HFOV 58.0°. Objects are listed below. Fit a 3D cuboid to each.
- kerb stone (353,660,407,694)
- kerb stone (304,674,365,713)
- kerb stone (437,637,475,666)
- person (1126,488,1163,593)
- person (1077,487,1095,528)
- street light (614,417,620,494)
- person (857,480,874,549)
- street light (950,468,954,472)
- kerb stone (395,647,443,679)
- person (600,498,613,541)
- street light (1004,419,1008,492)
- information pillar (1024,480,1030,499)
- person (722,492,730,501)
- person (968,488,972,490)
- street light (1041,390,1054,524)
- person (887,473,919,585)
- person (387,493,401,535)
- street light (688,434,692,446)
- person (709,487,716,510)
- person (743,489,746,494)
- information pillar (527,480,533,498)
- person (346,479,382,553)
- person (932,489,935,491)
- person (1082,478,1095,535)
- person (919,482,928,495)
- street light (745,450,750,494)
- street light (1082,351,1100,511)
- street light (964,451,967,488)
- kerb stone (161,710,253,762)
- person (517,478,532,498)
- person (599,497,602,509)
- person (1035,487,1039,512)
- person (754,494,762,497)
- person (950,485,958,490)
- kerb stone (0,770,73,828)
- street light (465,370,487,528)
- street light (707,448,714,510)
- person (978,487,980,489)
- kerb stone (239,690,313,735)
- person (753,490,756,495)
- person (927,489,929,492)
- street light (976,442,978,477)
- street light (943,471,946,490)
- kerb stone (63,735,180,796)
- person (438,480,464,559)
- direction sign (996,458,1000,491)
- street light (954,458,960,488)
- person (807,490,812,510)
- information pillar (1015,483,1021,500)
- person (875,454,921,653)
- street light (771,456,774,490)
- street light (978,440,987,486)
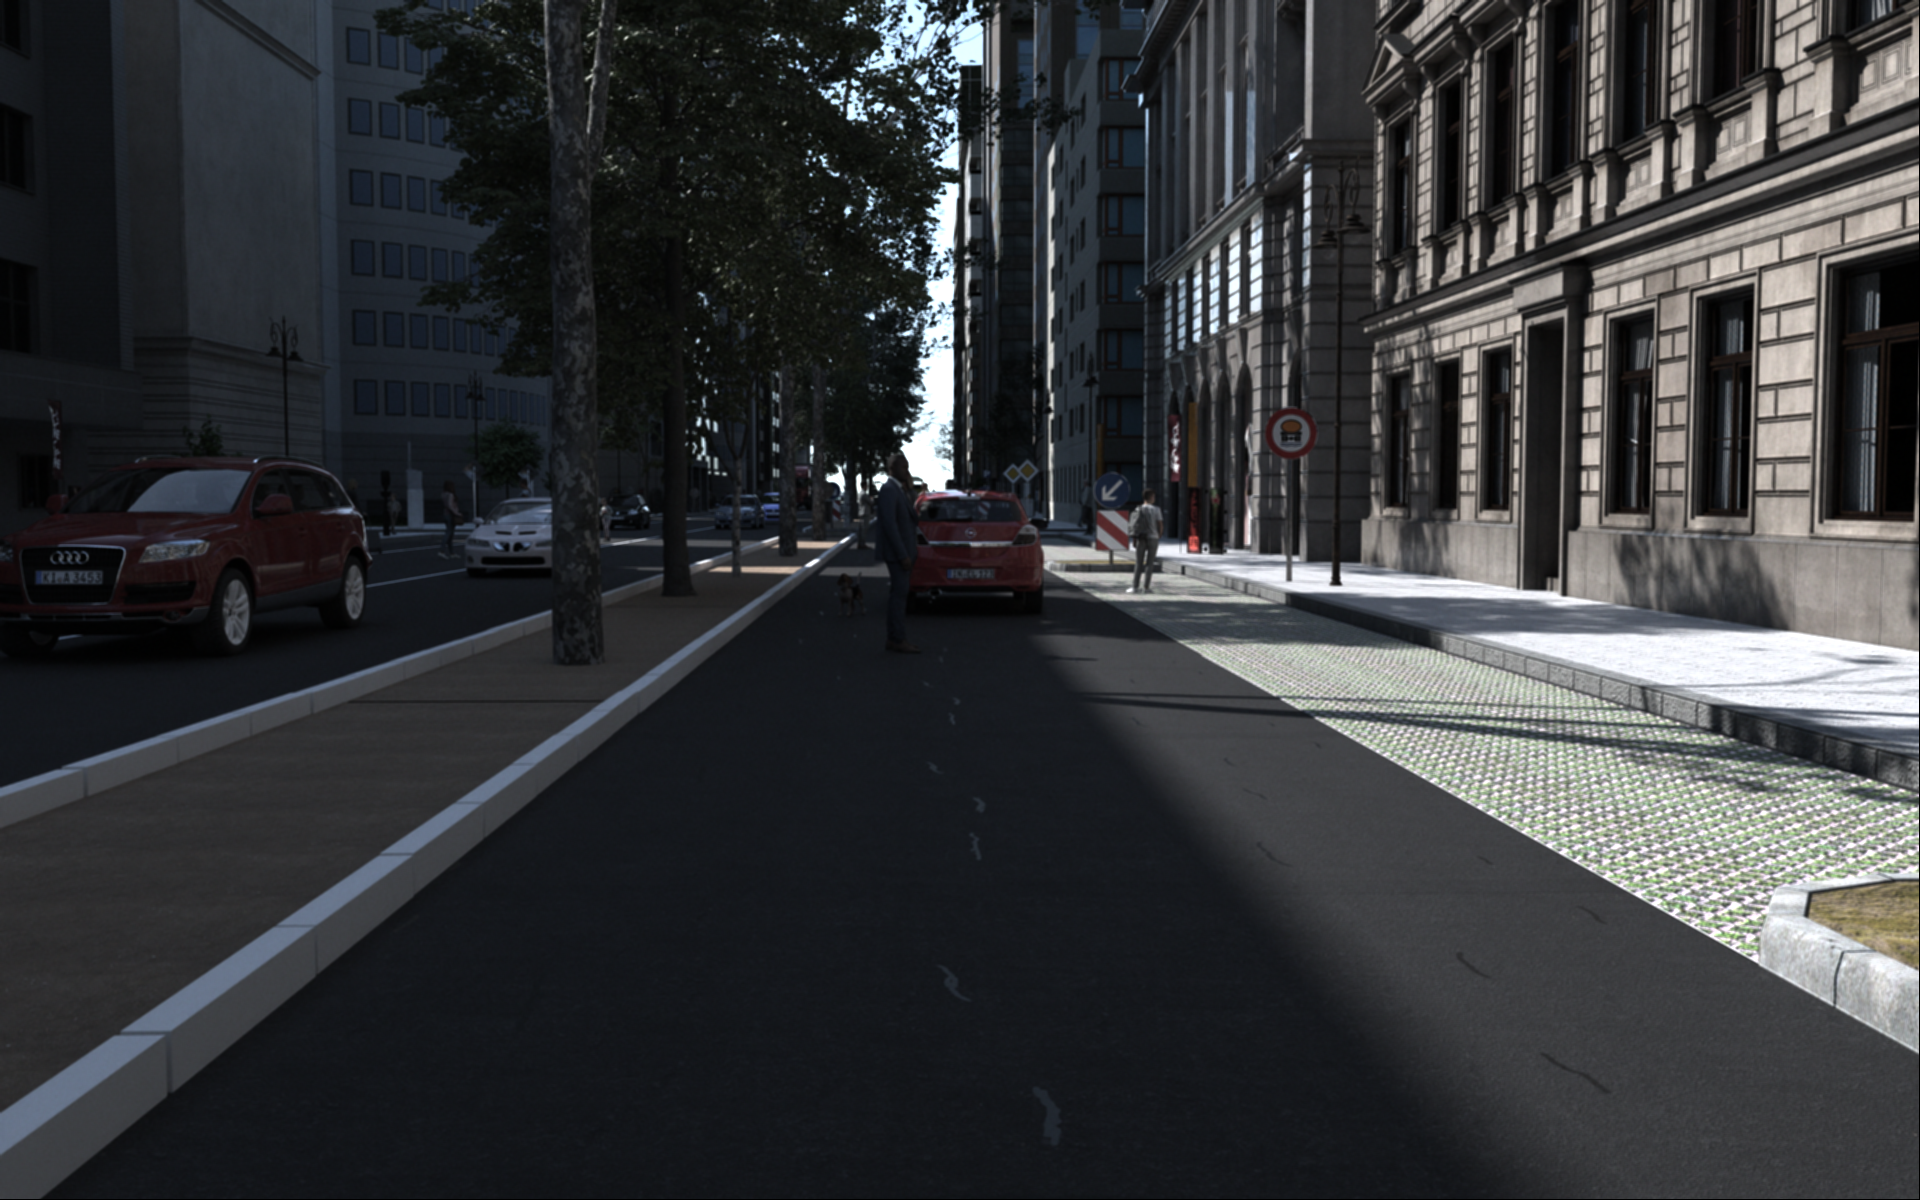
[{"bbox_3d":[-4.298,0.581,12.746,0.120,0.150,1.000,0,4,-2],"label":"kerb stone"},{"bbox_3d":[-4.263,0.643,11.724,0.120,0.150,1.000,0,4,-2],"label":"kerb stone"},{"bbox_3d":[-4.357,0.454,14.802,0.120,0.150,1.000,0,4,-2],"label":"kerb stone"},{"bbox_3d":[2.655,-0.848,24.968,0.503,1.515,0.523,-1,4,-12],"label":"person"},{"bbox_3d":[4.770,-3.640,65.550,0.713,1.824,0.794,0,4,2],"label":"person"},{"bbox_3d":[-19.013,-7.569,96.549,0.468,5.910,1.993,0,4,-2],"label":"street light"},{"bbox_3d":[-2.460,-2.251,45.483,0.466,1.800,0.511,-3,4,-37],"label":"person"},{"bbox_3d":[-0.820,-16.036,234.976,0.468,5.910,1.993,0,4,-2],"label":"street light"},{"bbox_3d":[-4.328,0.515,13.768,0.120,0.150,1.000,0,4,-2],"label":"kerb stone"},{"bbox_3d":[-10.727,-2.431,52.532,0.425,1.301,0.394,0,4,7],"label":"person"},{"bbox_3d":[2.802,-8.204,106.924,0.468,5.910,1.993,0,4,-2],"label":"street light"},{"bbox_3d":[4.823,-8.193,125.317,0.504,3.616,0.183,0,4,4],"label":"information pillar"},{"bbox_3d":[-20.705,-8.800,153.155,0.697,1.427,0.421,1,4,11],"label":"person"},{"bbox_3d":[0.590,-5.235,94.582,0.515,1.767,0.782,-2,4,-25],"label":"person"},{"bbox_3d":[3.820,-6.271,75.313,0.468,5.910,1.993,0,4,-2],"label":"street light"},{"bbox_3d":[-0.785,-1.134,27.223,0.709,1.800,0.728,3,5,43],"label":"person"},{"bbox_3d":[-17.987,-2.735,55.039,0.475,1.303,0.640,-3,5,-41],"label":"person"},{"bbox_3d":[-19.938,-9.503,128.163,0.468,5.910,1.993,0,4,-2],"label":"street light"},{"bbox_3d":[-20.601,-8.384,143.118,0.705,1.824,1.348,2,4,24],"label":"person"},{"bbox_3d":[-18.563,-8.619,149.355,0.705,1.831,1.348,-1,4,-21],"label":"person"},{"bbox_3d":[-19.860,-5.404,79.711,0.504,3.616,0.183,1,4,21],"label":"information pillar"},{"bbox_3d":[-14.626,-2.039,42.057,0.699,1.804,1.509,-3,4,-37],"label":"person"},{"bbox_3d":[-1.678,-6.269,111.542,0.519,1.759,0.362,-2,4,-30],"label":"person"},{"bbox_3d":[4.027,-2.909,54.094,0.515,1.767,0.782,1,4,13],"label":"person"},{"bbox_3d":[-0.927,-2.394,48.209,0.524,1.755,0.480,3,4,36],"label":"person"},{"bbox_3d":[-21.192,-12.263,173.288,0.468,5.910,1.993,0,4,-2],"label":"street light"},{"bbox_3d":[4.228,-5.099,56.150,0.468,5.910,1.993,0,4,-2],"label":"street light"},{"bbox_3d":[0.590,-12.961,184.693,0.468,5.910,1.993,0,4,-2],"label":"street light"},{"bbox_3d":[-4.212,0.766,9.669,0.120,0.150,1.000,0,4,-2],"label":"kerb stone"},{"bbox_3d":[-10.382,-2.014,41.517,0.778,1.811,0.616,1,4,8],"label":"person"},{"bbox_3d":[-23.275,-6.202,111.690,0.590,1.304,0.306,2,4,34],"label":"person"},{"bbox_3d":[5.344,-6.990,120.601,0.793,1.790,0.793,2,4,28],"label":"person"},{"bbox_3d":[-22.024,-11.139,188.693,1.217,1.766,0.721,2,4,31],"label":"person"},{"bbox_3d":[-0.286,-4.196,77.075,0.573,1.828,0.580,2,4,26],"label":"person"},{"bbox_3d":[-4.151,0.899,7.611,0.120,0.150,1.000,0,4,-2],"label":"kerb stone"},{"bbox_3d":[-18.037,-5.616,64.615,0.468,5.910,1.993,0,4,-2],"label":"street light"},{"bbox_3d":[-20.298,-10.303,141.249,0.468,5.910,1.993,0,4,-2],"label":"street light"},{"bbox_3d":[1.160,-5.426,97.437,0.699,1.804,1.509,0,4,3],"label":"person"},{"bbox_3d":[-4.243,0.704,10.690,0.120,0.150,1.000,0,4,-2],"label":"kerb stone"},{"bbox_3d":[-21.747,-10.852,184.263,1.217,1.735,0.721,-3,5,-43],"label":"person"},{"bbox_3d":[-2.582,-7.982,138.847,0.661,1.843,0.795,-1,4,-13],"label":"person"},{"bbox_3d":[1.558,-11.027,153.080,0.468,5.910,1.993,0,4,-2],"label":"street light"},{"bbox_3d":[-2.690,-19.977,299.418,0.468,5.910,1.993,0,4,-2],"label":"street light"},{"bbox_3d":[-4.177,0.829,8.644,0.120,0.150,1.000,0,4,-2],"label":"kerb stone"},{"bbox_3d":[-11.371,-1.797,38.472,0.643,1.750,0.593,-3,5,-40],"label":"person"},{"bbox_3d":[2.433,-7.207,109.837,0.379,3.537,0.876,-1,4,-13],"label":"direction sign"},{"bbox_3d":[-0.219,-14.894,216.310,0.468,5.910,1.993,0,4,-2],"label":"street light"},{"bbox_3d":[-12.923,-8.729,151.301,0.705,1.814,1.350,-2,4,-35],"label":"person"},{"bbox_3d":[3.946,-6.940,117.966,0.304,2.012,0.304,-1,4,-15],"label":"information pillar"},{"bbox_3d":[-0.572,-0.439,15.858,0.419,1.800,0.721,0,4,-2],"label":"person"},{"bbox_3d":[-22.149,-14.197,204.901,0.468,5.910,1.993,0,4,-2],"label":"street light"},{"bbox_3d":[1.901,-10.174,139.132,0.468,5.910,1.993,0,4,-2],"label":"street light"}]
